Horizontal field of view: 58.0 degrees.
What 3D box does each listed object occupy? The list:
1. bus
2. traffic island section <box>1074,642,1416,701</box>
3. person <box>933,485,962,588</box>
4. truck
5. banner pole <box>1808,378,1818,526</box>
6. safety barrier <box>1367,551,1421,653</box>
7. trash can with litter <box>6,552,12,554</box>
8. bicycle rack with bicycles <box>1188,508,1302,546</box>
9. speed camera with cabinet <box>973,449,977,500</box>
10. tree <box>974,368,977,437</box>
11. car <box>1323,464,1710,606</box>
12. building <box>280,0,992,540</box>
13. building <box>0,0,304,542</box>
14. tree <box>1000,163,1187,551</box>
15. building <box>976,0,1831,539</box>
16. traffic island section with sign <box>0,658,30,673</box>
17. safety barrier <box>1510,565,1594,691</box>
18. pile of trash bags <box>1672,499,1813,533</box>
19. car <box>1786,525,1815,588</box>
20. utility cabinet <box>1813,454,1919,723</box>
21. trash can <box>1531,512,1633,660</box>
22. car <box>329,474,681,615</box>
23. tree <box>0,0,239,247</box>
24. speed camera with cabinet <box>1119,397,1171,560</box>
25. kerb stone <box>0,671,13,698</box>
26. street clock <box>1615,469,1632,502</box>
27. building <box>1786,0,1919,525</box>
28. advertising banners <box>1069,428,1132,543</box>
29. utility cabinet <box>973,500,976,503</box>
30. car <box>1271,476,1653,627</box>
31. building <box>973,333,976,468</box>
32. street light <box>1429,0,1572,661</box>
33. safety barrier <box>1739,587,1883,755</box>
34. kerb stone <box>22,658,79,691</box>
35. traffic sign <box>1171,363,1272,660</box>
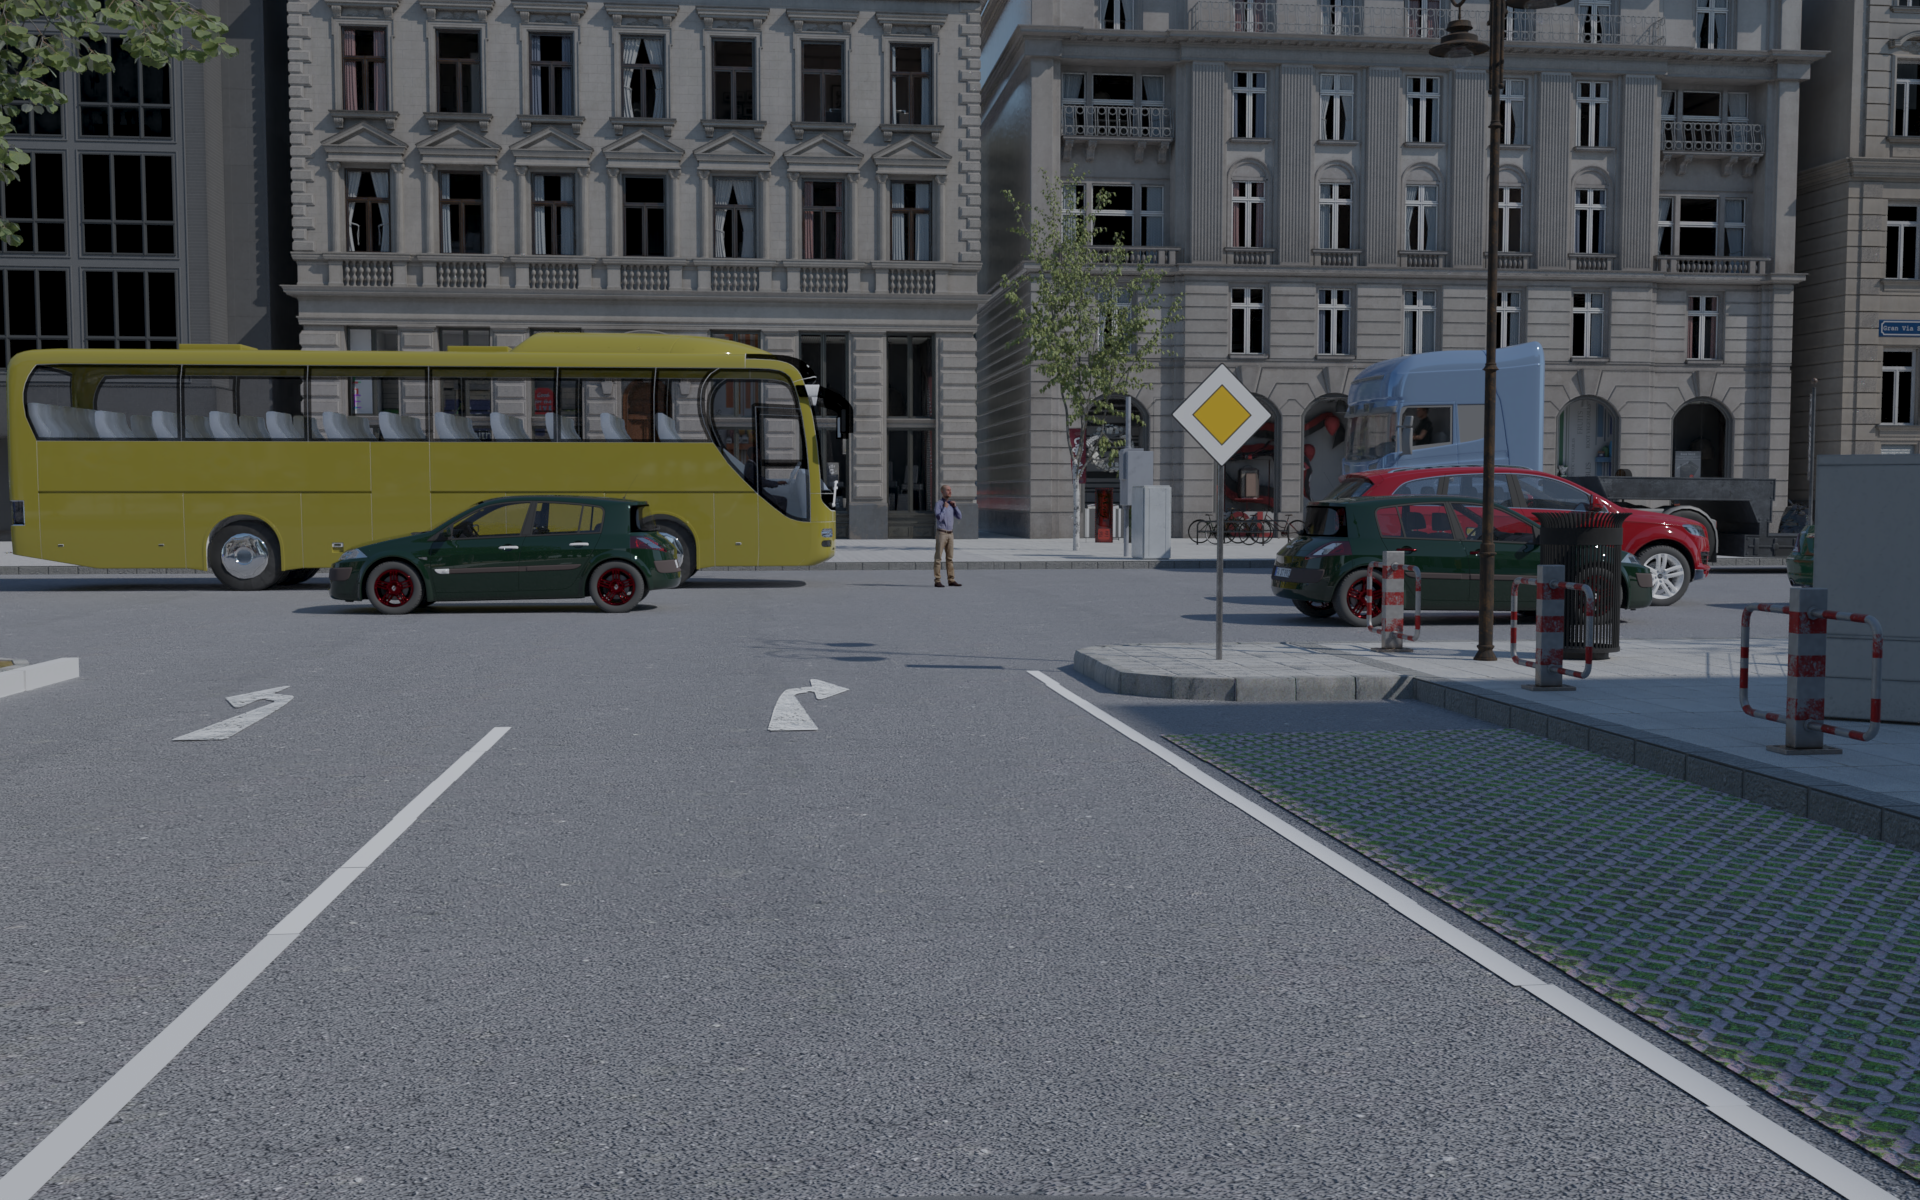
[{"bbox_3d":[-7.821,-2.158,26.825,12.252,3.916,2.896,0,4,-5],"label":"bus"},{"bbox_3d":[2.026,0.541,13.432,2.009,0.180,2.903,0,4,-7],"label":"traffic island section"},{"bbox_3d":[-0.200,-0.988,26.719,0.516,1.574,0.319,-3,5,-40],"label":"person"},{"bbox_3d":[15.803,-2.592,32.140,18.799,4.110,2.967,0,4,-6],"label":"truck"},{"bbox_3d":[18.502,-2.915,37.682,0.401,3.779,0.863,1,4,19],"label":"banner pole"},{"bbox_3d":[3.521,0.011,14.090,0.300,0.817,1.120,0,4,-7],"label":"safety barrier"},{"bbox_3d":[-19.581,-1.584,36.952,1.678,1.210,2.233,-2,4,-30],"label":"trash can with litter"},{"bbox_3d":[7.133,-1.885,44.205,2.925,0.926,2.852,2,4,32],"label":"bicycle rack with bicycles"},{"bbox_3d":[-0.009,-4.526,68.340,2.038,3.252,0.660,3,5,39],"label":"speed camera with cabinet"},{"bbox_3d":[0.502,-9.145,99.878,4.360,8.622,3.978,0,3,0],"label":"tree"},{"bbox_3d":[7.210,-0.867,22.853,5.304,1.827,2.281,0,4,-6],"label":"car"},{"bbox_3d":[-9.230,-13.650,52.062,19.941,23.489,11.050,0,4,-7],"label":"building"},{"bbox_3d":[-31.210,-15.726,50.625,24.014,27.812,14.314,0,4,-7],"label":"building"},{"bbox_3d":[2.709,-5.409,38.794,4.737,8.622,4.395,0,3,0],"label":"tree"},{"bbox_3d":[12.740,-13.098,55.949,24.055,21.916,13.314,0,4,-7],"label":"building"},{"bbox_3d":[-7.896,-0.265,12.473,2.006,1.907,1.989,0,4,-7],"label":"traffic island section with sign"},{"bbox_3d":[3.860,0.180,11.335,0.300,0.817,1.120,0,4,-7],"label":"safety barrier"},{"bbox_3d":[19.550,-2.046,43.210,3.447,1.369,1.912,3,4,38],"label":"pile of trash bags"},{"bbox_3d":[12.906,-0.603,21.652,4.920,1.459,2.131,-1,4,-9],"label":"car"},{"bbox_3d":[5.413,-0.058,9.633,1.173,1.500,0.318,2,4,33],"label":"utility cabinet"},{"bbox_3d":[4.856,-0.117,13.568,0.748,1.137,0.748,0,3,0],"label":"trash can"},{"bbox_3d":[-5.588,-0.713,21.436,4.222,1.686,2.009,0,4,-6],"label":"car"},{"bbox_3d":[-7.077,-5.346,7.999,7.486,12.596,7.792,0,3,0],"label":"tree"},{"bbox_3d":[3.701,-2.464,34.627,0.660,3.252,2.038,0,4,-8],"label":"speed camera with cabinet"},{"bbox_3d":[-6.794,0.620,12.066,0.120,0.150,1.000,0,4,-7],"label":"kerb stone"},{"bbox_3d":[18.981,-2.753,49.584,0.358,2.002,0.471,-1,4,-20],"label":"street clock"},{"bbox_3d":[37.610,-15.949,58.031,25.104,27.353,12.463,0,4,-7],"label":"building"},{"bbox_3d":[3.816,-3.014,45.473,2.074,3.025,0.090,1,4,19],"label":"advertising banners"},{"bbox_3d":[0.631,-5.147,92.834,1.173,1.500,0.318,-1,4,-21],"label":"utility cabinet"},{"bbox_3d":[5.626,-0.597,19.549,4.222,1.686,2.009,0,4,-7],"label":"car"},{"bbox_3d":[7.220,-36.414,219.072,21.600,48.544,21.300,0,4,-7],"label":"building"},{"bbox_3d":[4.057,-2.472,13.198,0.468,5.910,1.993,0,4,-7],"label":"street light"},{"bbox_3d":[4.193,0.348,8.579,0.300,0.817,1.120,0,4,-7],"label":"safety barrier"},{"bbox_3d":[-6.912,0.557,13.084,0.120,0.150,1.000,0,4,-7],"label":"kerb stone"},{"bbox_3d":[2.004,-0.594,13.352,0.795,2.450,0.064,0,4,-7],"label":"traffic sign"}]
